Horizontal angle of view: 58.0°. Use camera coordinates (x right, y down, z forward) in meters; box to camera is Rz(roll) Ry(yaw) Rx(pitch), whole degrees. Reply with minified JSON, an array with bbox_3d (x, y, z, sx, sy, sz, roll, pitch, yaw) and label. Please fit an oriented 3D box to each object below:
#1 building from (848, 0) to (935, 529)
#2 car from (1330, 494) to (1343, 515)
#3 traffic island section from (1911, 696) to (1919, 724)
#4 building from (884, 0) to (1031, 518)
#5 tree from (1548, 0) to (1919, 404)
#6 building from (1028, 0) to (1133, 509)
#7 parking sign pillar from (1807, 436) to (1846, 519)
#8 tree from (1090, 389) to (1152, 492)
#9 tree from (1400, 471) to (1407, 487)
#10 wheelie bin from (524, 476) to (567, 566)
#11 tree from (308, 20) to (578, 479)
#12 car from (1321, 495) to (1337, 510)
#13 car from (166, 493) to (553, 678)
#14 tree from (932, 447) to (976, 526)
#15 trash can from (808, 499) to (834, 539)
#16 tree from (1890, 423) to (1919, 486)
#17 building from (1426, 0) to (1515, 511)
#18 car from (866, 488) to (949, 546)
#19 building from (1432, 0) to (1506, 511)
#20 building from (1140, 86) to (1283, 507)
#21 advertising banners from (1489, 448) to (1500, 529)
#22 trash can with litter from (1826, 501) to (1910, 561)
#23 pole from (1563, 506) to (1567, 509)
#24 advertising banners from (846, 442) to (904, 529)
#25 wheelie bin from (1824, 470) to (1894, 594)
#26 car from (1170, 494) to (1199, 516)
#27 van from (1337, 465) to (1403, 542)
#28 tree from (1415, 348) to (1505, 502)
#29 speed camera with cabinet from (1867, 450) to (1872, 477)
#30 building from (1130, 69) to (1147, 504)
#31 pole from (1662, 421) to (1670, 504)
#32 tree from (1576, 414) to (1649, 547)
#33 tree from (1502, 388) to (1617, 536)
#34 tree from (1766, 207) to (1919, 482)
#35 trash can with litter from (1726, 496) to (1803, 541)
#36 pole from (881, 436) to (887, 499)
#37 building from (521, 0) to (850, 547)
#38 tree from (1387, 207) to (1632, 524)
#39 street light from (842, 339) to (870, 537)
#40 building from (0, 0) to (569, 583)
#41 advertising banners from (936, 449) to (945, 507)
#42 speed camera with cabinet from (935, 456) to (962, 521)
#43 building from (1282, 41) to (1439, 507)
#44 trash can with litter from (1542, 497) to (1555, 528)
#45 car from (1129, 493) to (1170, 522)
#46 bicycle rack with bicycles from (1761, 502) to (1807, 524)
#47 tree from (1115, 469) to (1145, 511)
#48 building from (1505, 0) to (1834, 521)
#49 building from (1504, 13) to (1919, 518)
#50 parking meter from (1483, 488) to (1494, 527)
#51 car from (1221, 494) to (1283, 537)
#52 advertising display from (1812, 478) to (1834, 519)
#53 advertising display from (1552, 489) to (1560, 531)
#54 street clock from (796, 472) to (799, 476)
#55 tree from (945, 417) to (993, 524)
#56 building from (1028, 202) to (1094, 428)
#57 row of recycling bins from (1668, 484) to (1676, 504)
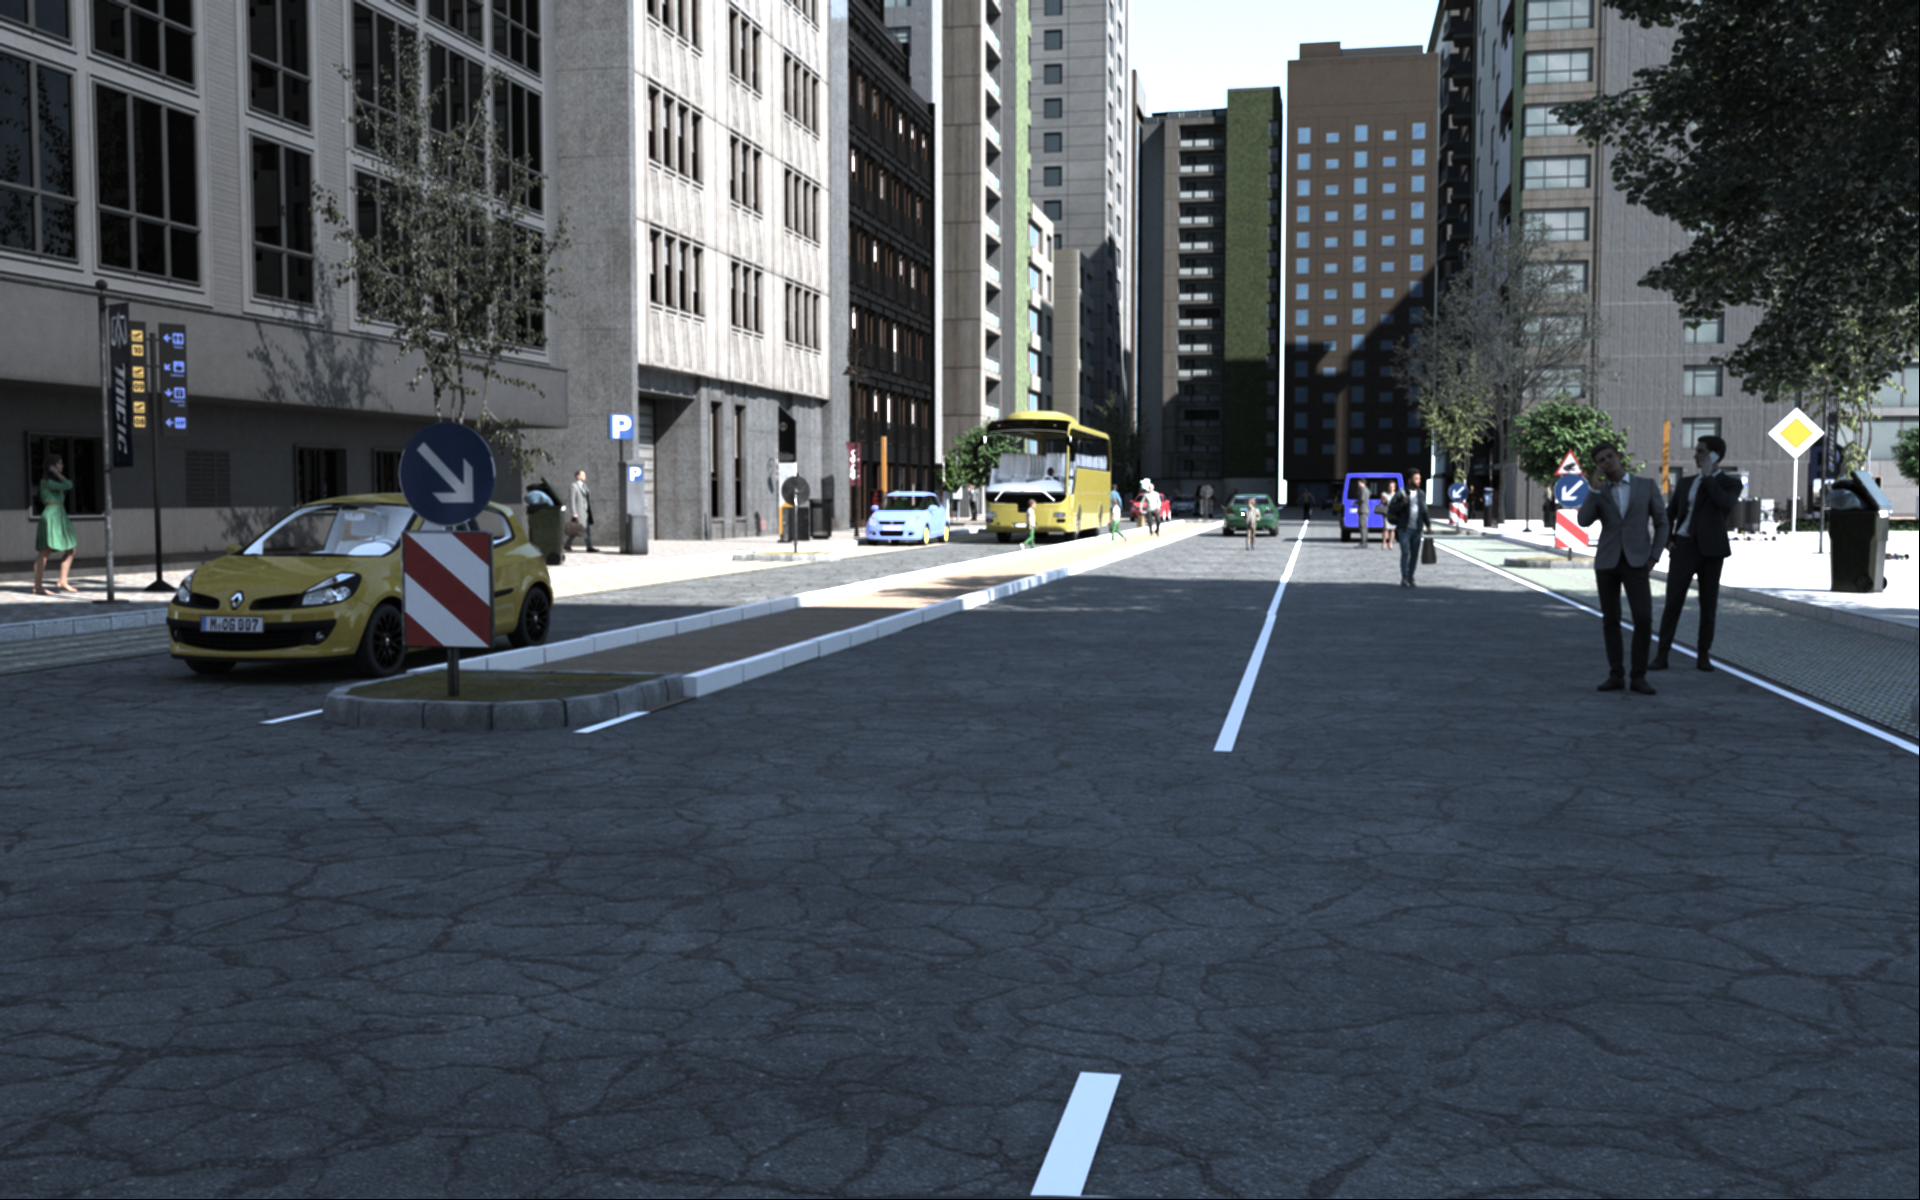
[{"bbox_3d":[-8.731,-14.747,70.796,12.332,23.373,15.834,1,4,12],"label":"building"},{"bbox_3d":[26.689,-6.710,119.926,2.015,1.641,3.980,1,4,11],"label":"car"},{"bbox_3d":[6.774,0.762,9.826,2.009,0.180,2.903,1,4,12],"label":"traffic island section"},{"bbox_3d":[-4.105,-25.221,95.955,14.154,41.232,14.086,1,4,12],"label":"building"},{"bbox_3d":[10.763,-6.784,17.576,9.857,13.997,8.962,0,3,0],"label":"tree"},{"bbox_3d":[3.807,-43.550,150.292,20.611,71.187,20.563,1,4,12],"label":"building"},{"bbox_3d":[35.081,-4.994,70.126,1.447,3.967,1.447,-3,4,-38],"label":"parking sign pillar"},{"bbox_3d":[11.337,-10.521,122.377,4.737,8.622,4.395,0,3,0],"label":"tree"},{"bbox_3d":[37.316,-9.283,146.375,1.663,3.219,1.824,0,3,0],"label":"tree"},{"bbox_3d":[-7.485,-1.429,31.270,0.693,1.594,0.980,0,4,-6],"label":"wheelie bin"},{"bbox_3d":[-8.098,-4.715,27.451,4.360,8.622,3.978,0,3,0],"label":"tree"},{"bbox_3d":[33.447,-8.767,155.926,1.945,1.354,3.894,1,4,13],"label":"car"},{"bbox_3d":[-5.026,-0.283,14.850,2.015,1.641,3.980,1,4,12],"label":"car"},{"bbox_3d":[-0.432,-4.669,70.932,1.663,3.219,1.824,0,3,0],"label":"tree"},{"bbox_3d":[-3.975,-2.309,49.405,0.748,1.137,0.748,0,3,0],"label":"trash can"},{"bbox_3d":[38.412,-5.161,68.090,4.285,4.588,4.351,0,3,0],"label":"tree"},{"bbox_3d":[62.233,-35.951,177.039,27.495,52.752,28.713,1,4,12],"label":"building"},{"bbox_3d":[-1.478,-2.413,49.042,1.945,1.707,3.694,1,4,13],"label":"car"},{"bbox_3d":[49.616,-29.486,136.719,22.147,44.769,28.867,1,4,12],"label":"building"},{"bbox_3d":[25.966,-30.267,178.458,14.086,41.232,14.154,1,4,12],"label":"building"},{"bbox_3d":[19.929,-4.186,64.627,0.090,3.025,2.074,1,4,8],"label":"advertising banners"},{"bbox_3d":[18.193,-1.420,34.277,1.678,1.210,2.233,1,4,19],"label":"trash can with litter"},{"bbox_3d":[20.558,-3.976,58.856,0.158,3.312,0.155,0,3,0],"label":"pole"},{"bbox_3d":[-2.820,-3.815,58.556,2.074,3.025,0.090,-1,4,-12],"label":"advertising banners"},{"bbox_3d":[11.700,-0.898,22.597,0.693,1.594,0.980,3,5,43],"label":"wheelie bin"},{"bbox_3d":[14.897,-6.262,114.389,2.014,1.417,4.499,1,4,13],"label":"car"},{"bbox_3d":[12.691,-2.985,53.197,2.240,2.365,5.245,1,4,13],"label":"van"},{"bbox_3d":[24.414,-8.206,84.529,4.737,8.622,4.395,0,3,0],"label":"tree"},{"bbox_3d":[40.528,-5.098,77.692,0.660,3.252,2.038,2,4,30],"label":"speed camera with cabinet"},{"bbox_3d":[11.872,-32.461,180.854,14.200,45.320,14.600,1,4,12],"label":"building"},{"bbox_3d":[19.648,-3.329,48.265,0.158,3.312,0.155,0,3,0],"label":"pole"},{"bbox_3d":[15.822,-2.898,41.985,1.663,3.219,1.824,0,3,0],"label":"tree"},{"bbox_3d":[18.556,-4.279,53.674,4.285,4.588,4.351,0,3,0],"label":"tree"},{"bbox_3d":[22.320,-5.684,43.294,4.737,8.622,4.395,0,3,0],"label":"tree"},{"bbox_3d":[21.594,-2.224,47.426,2.233,1.210,1.678,3,5,43],"label":"trash can with litter"},{"bbox_3d":[-2.684,-4.113,61.087,0.158,3.312,0.155,0,3,0],"label":"pole"},{"bbox_3d":[-11.789,-14.323,52.211,12.078,24.808,19.932,1,4,12],"label":"building"},{"bbox_3d":[23.380,-10.009,74.021,12.009,13.543,11.850,0,3,0],"label":"tree"},{"bbox_3d":[-3.101,-4.834,51.819,0.468,5.910,1.993,1,4,12],"label":"street light"},{"bbox_3d":[-18.170,-14.455,29.847,14.314,27.812,24.014,1,4,12],"label":"building"},{"bbox_3d":[-0.730,-4.282,66.199,0.090,3.025,2.074,0,4,8],"label":"advertising banners"},{"bbox_3d":[-0.723,-5.349,81.785,0.660,3.252,2.038,-3,4,-36],"label":"speed camera with cabinet"},{"bbox_3d":[40.050,-32.071,174.464,14.200,45.320,14.600,1,4,12],"label":"building"},{"bbox_3d":[22.549,-3.307,65.453,1.055,1.170,0.624,1,4,17],"label":"trash can with litter"},{"bbox_3d":[10.032,-5.029,91.263,2.155,1.783,4.494,1,4,13],"label":"car"},{"bbox_3d":[36.441,-3.843,76.216,2.925,0.926,2.852,1,4,12],"label":"bicycle rack with bicycles"},{"bbox_3d":[12.941,-8.471,133.097,1.663,3.219,1.824,0,3,0],"label":"tree"},{"bbox_3d":[35.576,-24.802,89.111,14.154,41.232,14.086,1,4,12],"label":"building"},{"bbox_3d":[47.132,-31.709,107.689,28.713,52.752,27.495,1,4,12],"label":"building"},{"bbox_3d":[20.351,-3.564,66.682,0.372,1.533,0.369,0,3,0],"label":"parking meter"},{"bbox_3d":[10.101,-2.949,60.011,2.131,1.459,4.920,1,4,11],"label":"car"},{"bbox_3d":[33.980,-3.839,67.980,0.974,1.923,0.123,2,4,32],"label":"advertising display"},{"bbox_3d":[21.161,-3.429,61.277,0.123,1.923,0.974,3,4,37],"label":"advertising display"},{"bbox_3d":[-5.023,-2.867,51.450,0.471,2.002,0.358,-1,4,-10],"label":"street clock"},{"bbox_3d":[1.105,-5.503,73.690,4.285,4.588,4.351,0,3,0],"label":"tree"},{"bbox_3d":[-6.362,-16.798,119.693,27.650,21.520,28.899,1,4,12],"label":"building"},{"bbox_3d":[28.865,-3.950,71.695,3.534,1.692,1.069,1,4,22],"label":"row of recycling bins"}]
